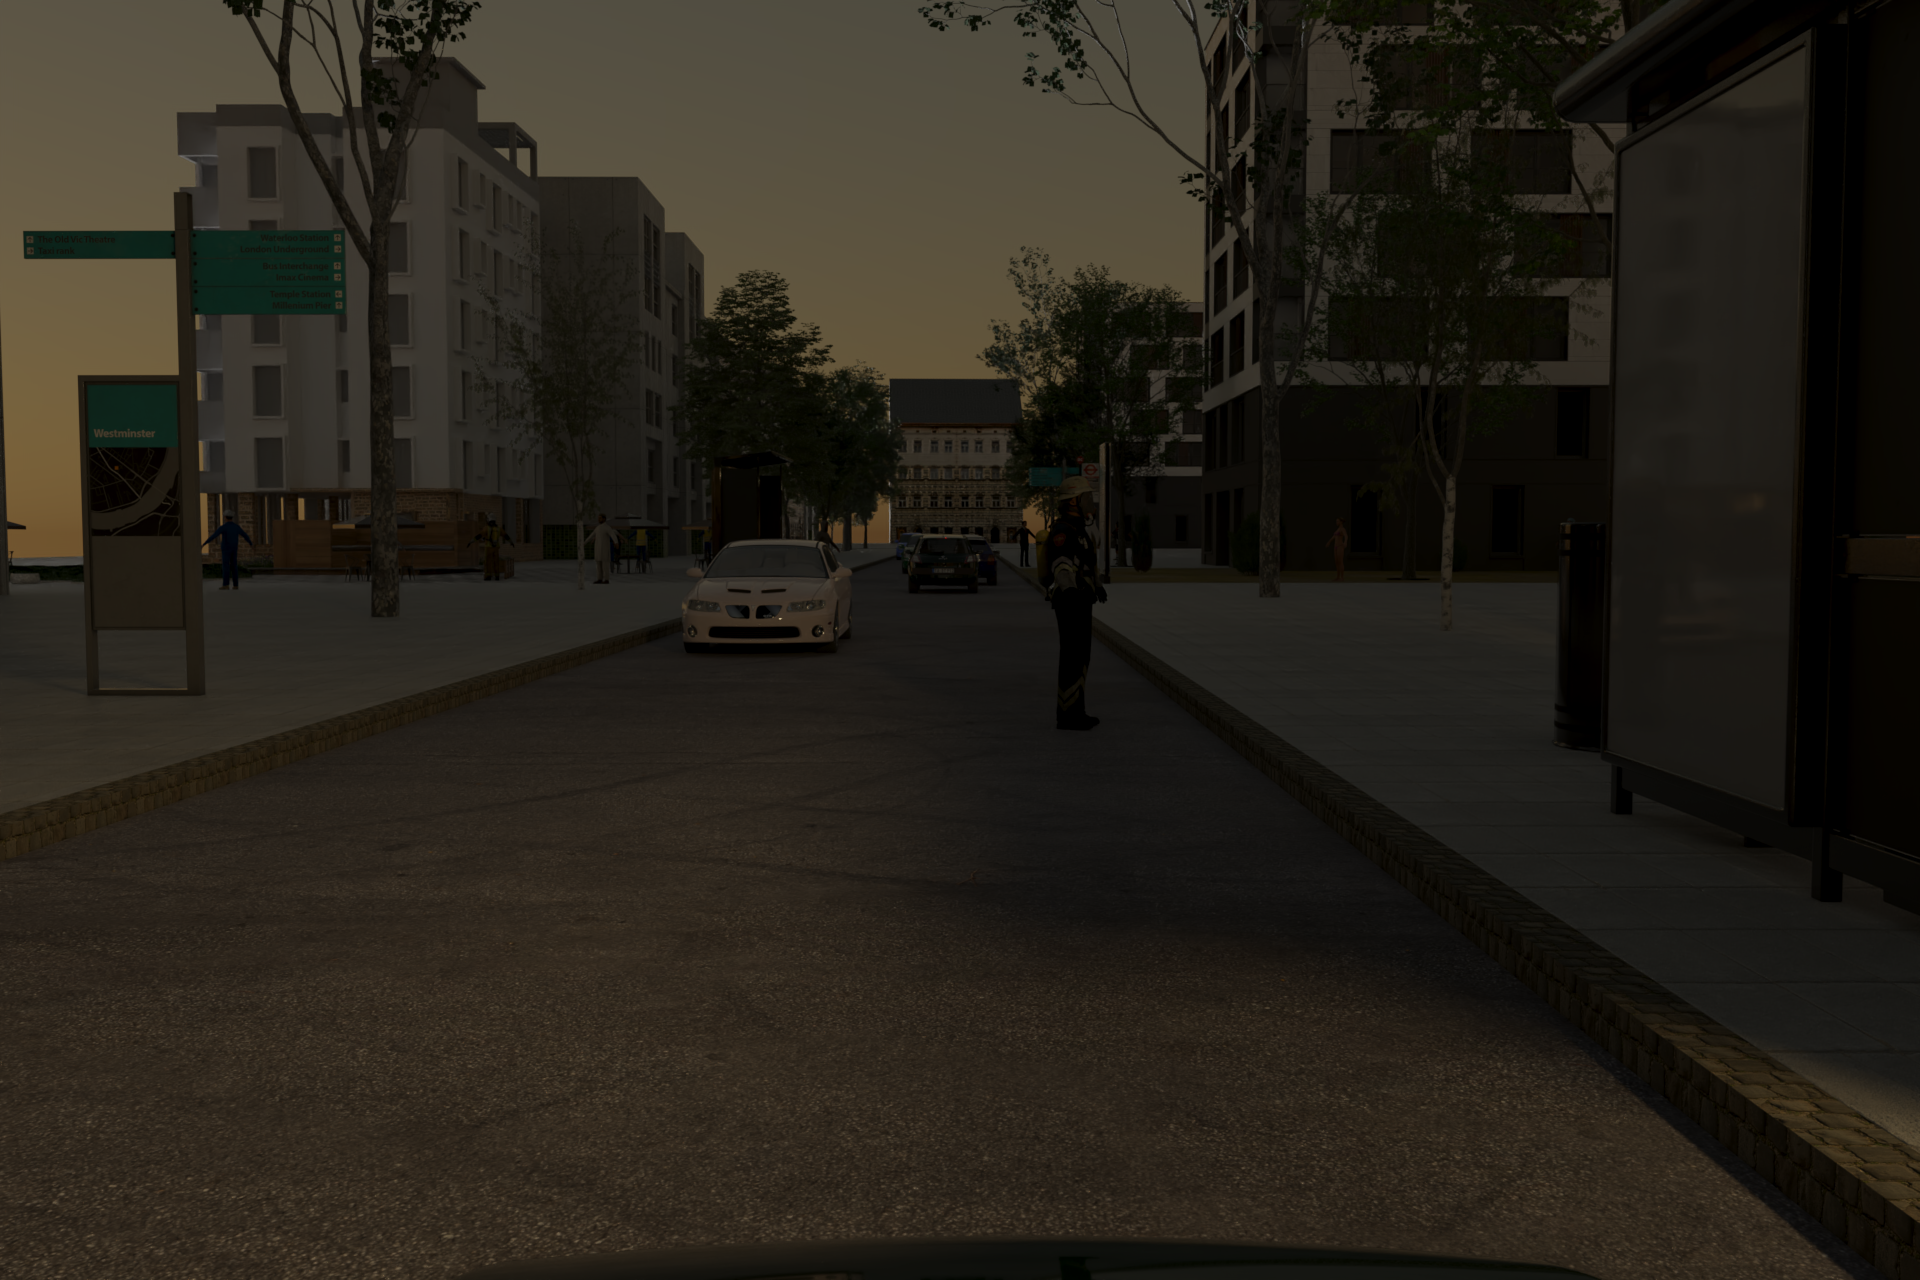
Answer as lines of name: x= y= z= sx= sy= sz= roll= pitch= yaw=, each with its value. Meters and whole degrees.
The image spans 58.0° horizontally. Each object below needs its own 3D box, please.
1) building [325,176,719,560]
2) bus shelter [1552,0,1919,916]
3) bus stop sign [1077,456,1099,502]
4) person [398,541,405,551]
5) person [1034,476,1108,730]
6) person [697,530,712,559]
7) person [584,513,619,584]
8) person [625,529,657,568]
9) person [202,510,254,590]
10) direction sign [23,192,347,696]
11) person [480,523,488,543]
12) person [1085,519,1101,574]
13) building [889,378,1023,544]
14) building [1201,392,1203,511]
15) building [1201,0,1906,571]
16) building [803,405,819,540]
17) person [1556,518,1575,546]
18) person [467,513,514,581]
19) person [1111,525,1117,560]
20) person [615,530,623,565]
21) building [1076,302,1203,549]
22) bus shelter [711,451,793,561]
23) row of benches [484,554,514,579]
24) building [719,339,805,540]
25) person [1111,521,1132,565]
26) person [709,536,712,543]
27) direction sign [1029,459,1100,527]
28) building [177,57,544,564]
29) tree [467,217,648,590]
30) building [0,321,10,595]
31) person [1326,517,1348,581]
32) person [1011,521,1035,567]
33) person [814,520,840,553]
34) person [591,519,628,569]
building: x=-24.477 y=-14.386 z=101.671 sx=16.747 sy=18.905 sz=31.486 roll=0 pitch=4 yaw=-1
bus shelter: x=3.792 y=-1.758 z=6.372 sx=2.179 sy=5.291 sz=8.768 roll=0 pitch=3 yaw=0
bus stop sign: x=4.337 y=-4.328 z=59.468 sx=0.855 sy=3.939 sz=0.416 roll=0 pitch=4 yaw=0
person: x=-16.430 y=-2.481 z=49.831 sx=0.991 sy=1.433 sz=0.599 roll=-3 pitch=5 yaw=-39
person: x=0.873 y=-0.278 z=12.784 sx=0.705 sy=1.856 sz=1.354 roll=1 pitch=4 yaw=13
person: x=-12.114 y=-4.727 z=83.261 sx=1.349 sy=1.833 sz=0.705 roll=-3 pitch=5 yaw=-42
person: x=-9.223 y=-2.354 z=44.579 sx=1.344 sy=1.819 sz=0.704 roll=2 pitch=4 yaw=35
person: x=-12.061 y=-3.612 z=65.522 sx=1.216 sy=1.772 sz=0.721 roll=-1 pitch=4 yaw=-13
person: x=-16.898 y=-2.088 z=40.023 sx=0.705 sy=1.842 sz=1.347 roll=3 pitch=4 yaw=36
direction sign: x=-6.070 y=-1.557 z=14.220 sx=2.525 sy=3.948 sz=1.411 roll=0 pitch=4 yaw=1
person: x=-18.729 y=-3.785 z=68.614 sx=0.721 sy=1.740 sz=1.216 roll=-2 pitch=4 yaw=-35
person: x=2.925 y=-2.034 z=40.026 sx=0.721 sy=1.736 sz=1.217 roll=2 pitch=4 yaw=34
building: x=-0.859 y=-25.072 z=243.308 sx=18.063 sy=23.208 sz=19.493 roll=0 pitch=4 yaw=-3
building: x=23.383 y=-16.696 z=129.399 sx=16.016 sy=20.090 sz=11.380 roll=0 pitch=4 yaw=0
building: x=24.220 y=-14.166 z=75.590 sx=27.936 sy=21.610 sz=32.646 roll=0 pitch=3 yaw=0
building: x=-26.858 y=-20.909 z=208.322 sx=16.747 sy=18.905 sz=31.486 roll=0 pitch=4 yaw=1
person: x=20.176 y=-3.132 z=57.336 sx=0.704 sy=1.817 sz=1.347 roll=-1 pitch=4 yaw=-10
person: x=-12.866 y=-2.558 z=47.589 sx=1.354 sy=1.858 sz=0.705 roll=-3 pitch=4 yaw=-36
person: x=7.721 y=-4.831 z=85.127 sx=0.704 sy=1.812 sz=1.346 roll=1 pitch=4 yaw=21
person: x=-14.284 y=-4.068 z=72.447 sx=0.705 sy=1.837 sz=1.347 roll=-1 pitch=4 yaw=-18
building: x=25.069 y=-19.877 z=168.965 sx=27.936 sy=21.610 sz=32.646 roll=0 pitch=4 yaw=1
bus shelter: x=-6.181 y=-3.725 z=52.189 sx=1.731 sy=3.624 sz=6.357 roll=0 pitch=4 yaw=0
row of benches: x=-13.517 y=-2.162 z=50.814 sx=1.422 sy=0.672 sz=4.104 roll=-1 pitch=4 yaw=-11
building: x=-26.550 y=-21.439 z=181.448 sx=19.493 sy=23.208 sz=18.063 roll=0 pitch=4 yaw=1
person: x=6.697 y=-4.055 z=72.439 sx=1.345 sy=1.843 sz=0.704 roll=0 pitch=4 yaw=7
person: x=-10.005 y=-4.074 z=72.883 sx=1.348 sy=1.796 sz=0.705 roll=2 pitch=4 yaw=24
direction sign: x=3.730 y=-4.449 z=61.500 sx=2.525 sy=3.948 sz=1.411 roll=0 pitch=3 yaw=0
building: x=-25.102 y=-13.074 z=70.185 sx=16.016 sy=20.090 sz=11.380 roll=0 pitch=4 yaw=1
tree: x=-8.574 y=-5.480 z=39.967 sx=4.360 sy=8.622 sz=3.978 roll=0 pitch=3 yaw=0
building: x=-28.517 y=-9.412 z=20.341 sx=16.747 sy=18.905 sz=31.486 roll=0 pitch=4 yaw=0
person: x=10.251 y=-2.465 z=47.111 sx=0.721 sy=1.733 sz=1.217 roll=-1 pitch=4 yaw=-12
person: x=2.538 y=-3.762 z=67.699 sx=1.347 sy=1.806 sz=0.705 roll=-2 pitch=4 yaw=-28
person: x=-3.771 y=-2.437 z=48.430 sx=0.705 sy=1.813 sz=1.348 roll=2 pitch=4 yaw=26
person: x=-12.834 y=-3.518 z=63.368 sx=1.347 sy=1.847 sz=0.705 roll=0 pitch=4 yaw=-5
